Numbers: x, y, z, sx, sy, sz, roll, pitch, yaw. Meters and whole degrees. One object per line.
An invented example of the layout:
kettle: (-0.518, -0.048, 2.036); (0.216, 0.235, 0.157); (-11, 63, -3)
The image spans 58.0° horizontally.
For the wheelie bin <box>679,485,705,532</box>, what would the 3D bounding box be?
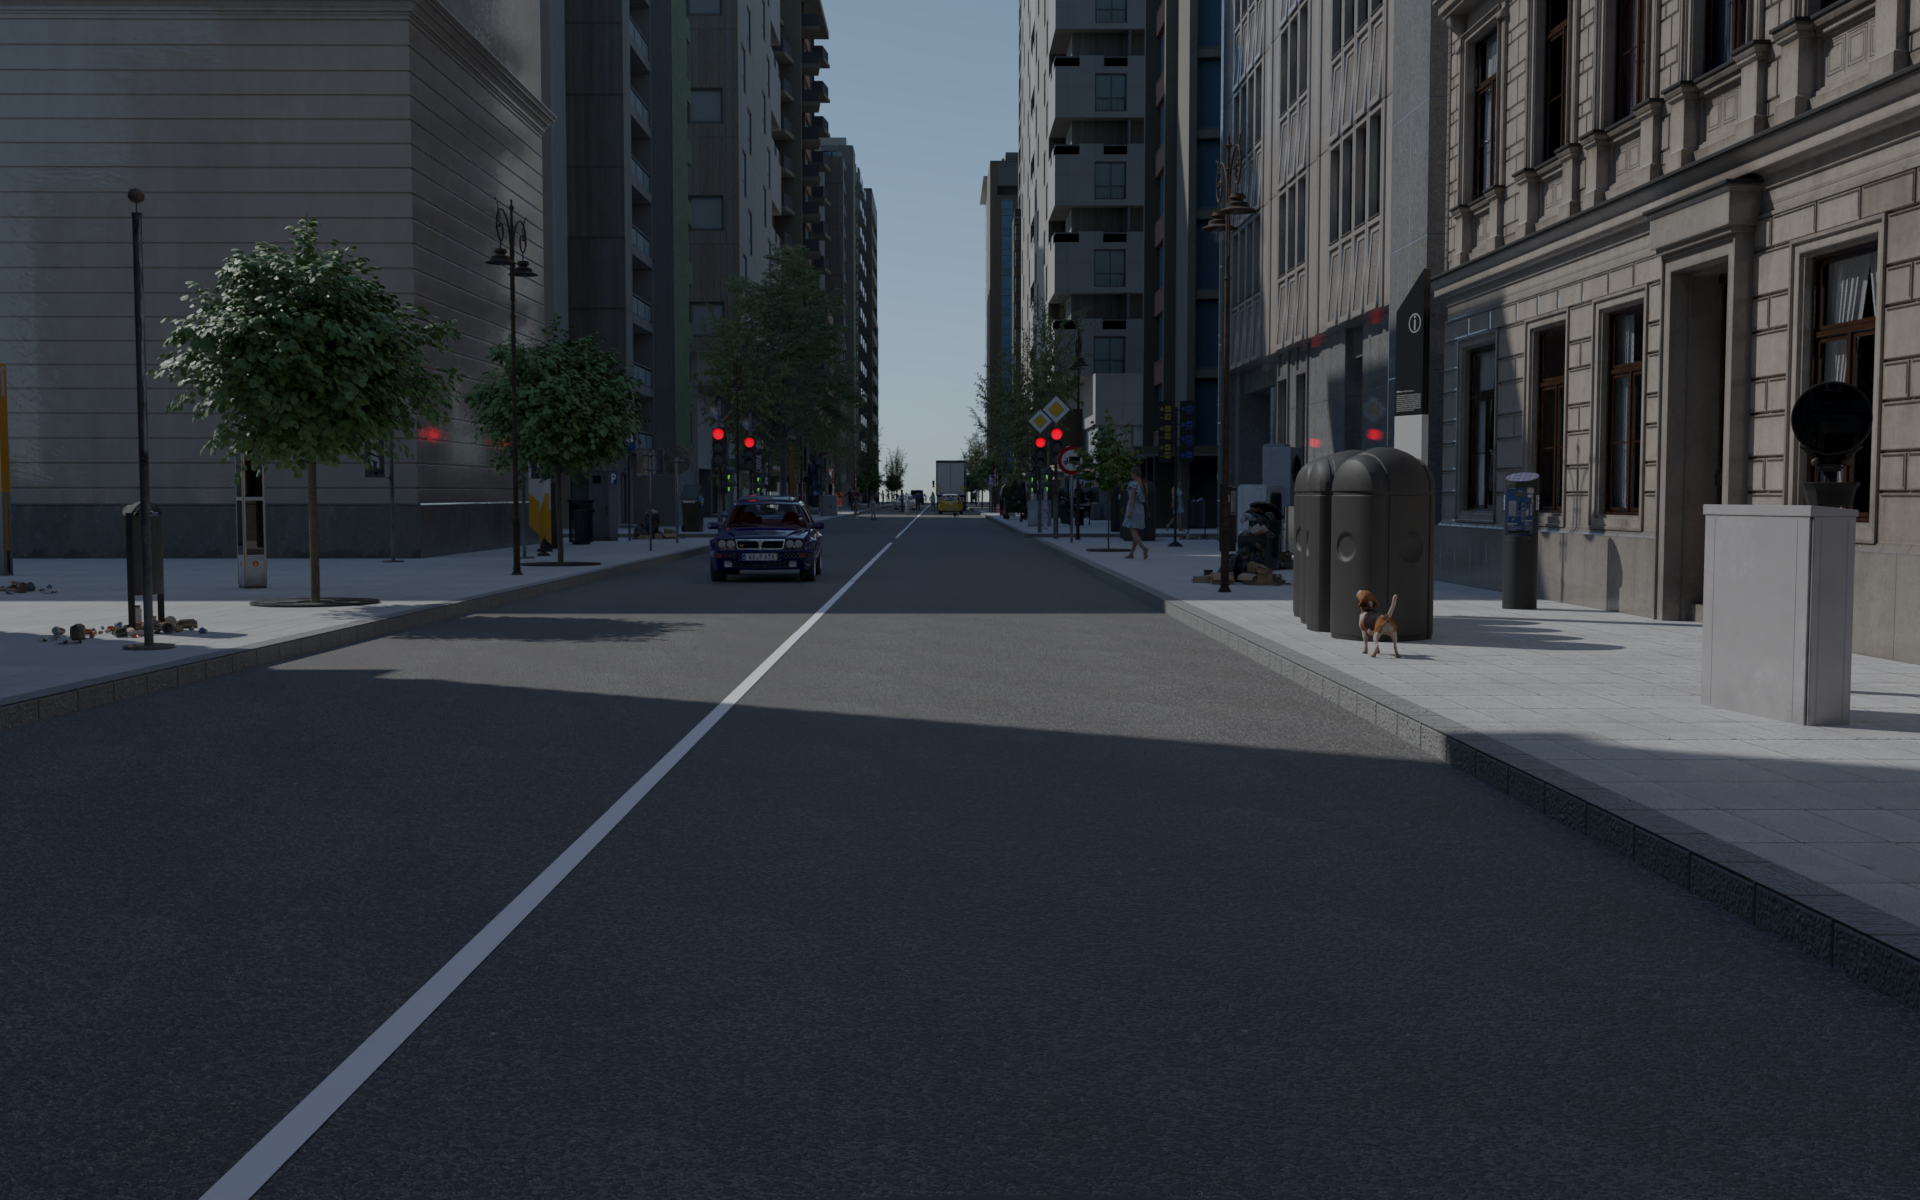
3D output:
wheelie bin: (-9.068, -3.105, 58.677); (0.980, 1.594, 0.693); (1, 4, 15)

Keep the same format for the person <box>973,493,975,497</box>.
person: (2.056, -14.572, 247.481); (0.628, 1.438, 0.799); (1, 4, 9)

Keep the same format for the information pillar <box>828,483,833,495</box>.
information pillar: (-8.400, -6.591, 112.258); (0.304, 2.012, 0.304); (0, 4, -5)

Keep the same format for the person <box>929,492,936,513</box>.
person: (-2.015, -7.240, 128.680); (0.589, 1.601, 0.330); (-2, 4, -27)

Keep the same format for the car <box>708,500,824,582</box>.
car: (-3.280, -1.043, 29.631); (1.945, 1.354, 3.894); (0, 4, -2)

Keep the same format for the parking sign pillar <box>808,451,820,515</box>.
parking sign pillar: (-9.212, -7.359, 108.789); (1.447, 3.967, 1.447); (-1, 4, -16)

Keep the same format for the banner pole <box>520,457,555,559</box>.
banner pole: (-8.489, -2.723, 34.538); (0.863, 3.779, 0.401); (-2, 4, -34)

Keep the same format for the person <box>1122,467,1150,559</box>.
person: (3.517, -1.708, 34.055); (0.616, 1.811, 0.778); (-2, 4, -31)

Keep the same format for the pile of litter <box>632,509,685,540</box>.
pile of litter: (-8.607, -2.167, 49.403); (1.719, 0.858, 1.176); (-2, 4, -28)

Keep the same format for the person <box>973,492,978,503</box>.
person: (2.129, -15.428, 258.425); (1.348, 1.807, 0.705); (3, 4, 36)

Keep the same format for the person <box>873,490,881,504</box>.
person: (-10.311, -12.951, 217.799); (1.348, 1.823, 0.705); (1, 4, 8)

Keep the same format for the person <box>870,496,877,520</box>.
person: (-4.745, -5.033, 95.063); (0.394, 1.301, 0.425); (2, 4, 31)

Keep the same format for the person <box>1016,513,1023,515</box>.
person: (3.720, -6.125, 106.365); (0.419, 1.800, 0.721); (-3, 5, -40)

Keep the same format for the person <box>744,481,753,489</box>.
person: (-9.312, -4.291, 76.074); (0.514, 1.842, 0.818); (-1, 4, -14)

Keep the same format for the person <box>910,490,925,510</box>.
person: (-3.705, -8.766, 151.904); (1.350, 1.814, 0.705); (-1, 4, -17)

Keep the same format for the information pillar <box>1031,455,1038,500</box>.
information pillar: (4.500, -6.898, 104.140); (0.504, 3.616, 0.183); (1, 4, 12)

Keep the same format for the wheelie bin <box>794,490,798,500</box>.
wheelie bin: (-11.556, -6.988, 122.158); (0.980, 1.594, 0.693); (-2, 4, -25)

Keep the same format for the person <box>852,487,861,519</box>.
person: (-5.903, -5.539, 99.044); (0.573, 1.828, 0.580); (-2, 4, -27)

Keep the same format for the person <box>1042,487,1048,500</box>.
person: (4.406, -5.202, 90.865); (0.755, 1.850, 0.659); (-2, 4, -32)

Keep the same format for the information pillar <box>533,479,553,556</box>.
information pillar: (-8.586, -2.712, 35.698); (0.183, 3.616, 0.504); (-2, 4, -29)

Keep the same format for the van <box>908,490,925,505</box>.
van: (-5.803, -14.058, 234.231); (2.240, 2.365, 5.245); (0, 3, 0)

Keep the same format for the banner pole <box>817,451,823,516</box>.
banner pole: (-8.102, -6.760, 100.549); (0.401, 3.779, 0.863); (-2, 4, -30)

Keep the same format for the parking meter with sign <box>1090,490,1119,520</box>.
parking meter with sign: (7.157, -5.414, 84.774); (1.738, 3.016, 0.543); (-3, 4, -37)

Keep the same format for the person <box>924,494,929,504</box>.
person: (-5.128, -15.315, 262.125); (0.991, 1.433, 0.599); (2, 4, 26)

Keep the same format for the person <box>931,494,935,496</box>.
person: (-3.719, -14.021, 238.193); (0.683, 1.767, 0.568); (1, 4, 20)

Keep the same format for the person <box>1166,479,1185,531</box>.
person: (7.366, -3.250, 59.279); (0.778, 1.811, 0.616); (2, 4, 35)

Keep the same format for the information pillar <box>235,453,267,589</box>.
information pillar: (-9.641, -1.165, 23.547); (0.304, 2.012, 0.304); (-3, 5, -40)

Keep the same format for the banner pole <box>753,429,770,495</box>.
banner pole: (-7.592, -4.689, 66.686); (0.863, 3.779, 0.401); (-1, 4, -14)

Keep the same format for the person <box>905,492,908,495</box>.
person: (-7.792, -15.090, 255.664); (0.683, 1.767, 0.568); (-2, 4, -28)

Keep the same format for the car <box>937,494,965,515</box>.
car: (-0.651, -6.867, 122.503); (2.015, 1.641, 3.980); (0, 4, 1)

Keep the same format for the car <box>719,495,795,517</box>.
car: (-4.395, -1.664, 39.209); (2.014, 1.417, 4.499); (0, 4, -2)

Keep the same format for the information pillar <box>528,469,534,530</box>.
information pillar: (-9.312, -2.878, 38.405); (0.504, 3.616, 0.183); (-1, 4, -9)

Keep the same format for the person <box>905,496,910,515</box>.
person: (-3.610, -6.470, 118.562); (0.394, 1.301, 0.425); (2, 4, 32)

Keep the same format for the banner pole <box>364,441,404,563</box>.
banner pole: (-10.786, -2.586, 32.296); (0.401, 3.779, 0.863); (2, 4, 30)

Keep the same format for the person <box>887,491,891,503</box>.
person: (-10.077, -14.549, 244.723); (0.445, 1.727, 0.742); (1, 4, 19)

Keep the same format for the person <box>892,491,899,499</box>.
person: (-6.248, -10.019, 172.823); (1.217, 1.766, 0.721); (-3, 4, -36)

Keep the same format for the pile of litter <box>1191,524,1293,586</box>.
pile of litter: (4.070, -0.661, 24.771); (1.176, 0.858, 1.719); (-2, 4, -30)

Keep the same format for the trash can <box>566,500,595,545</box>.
trash can: (-9.621, -1.976, 43.965); (0.748, 1.137, 0.748); (0, 3, 0)

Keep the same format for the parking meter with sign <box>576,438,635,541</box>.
parking meter with sign: (-9.748, -3.124, 47.338); (1.738, 3.016, 0.543); (1, 4, 22)

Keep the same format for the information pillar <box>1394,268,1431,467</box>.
information pillar: (4.762, -1.645, 18.250); (0.183, 3.616, 0.504); (-1, 4, -22)

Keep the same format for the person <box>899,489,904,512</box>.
person: (-4.636, -7.907, 137.854); (0.705, 1.814, 1.350); (0, 4, -8)

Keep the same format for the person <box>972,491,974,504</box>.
person: (1.738, -13.603, 229.163); (0.721, 1.736, 1.217); (0, 4, 8)

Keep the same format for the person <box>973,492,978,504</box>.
person: (2.108, -13.384, 224.957); (0.705, 1.814, 1.350); (3, 5, 42)

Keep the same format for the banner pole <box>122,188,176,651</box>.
banner pole: (-6.625, -1.471, 14.062); (0.401, 3.779, 0.863); (-2, 4, -28)

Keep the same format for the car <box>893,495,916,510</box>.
car: (-5.076, -9.007, 159.618); (2.083, 1.381, 4.827); (0, 4, 0)

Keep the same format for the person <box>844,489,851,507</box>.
person: (-10.864, -10.124, 171.593); (1.348, 1.821, 0.705); (-2, 4, -27)

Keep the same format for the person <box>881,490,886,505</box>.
person: (-9.062, -12.154, 205.444); (0.721, 1.739, 1.217); (2, 4, 29)

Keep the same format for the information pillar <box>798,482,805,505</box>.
information pillar: (-10.115, -6.504, 110.829); (0.304, 2.012, 0.304); (3, 5, 41)
